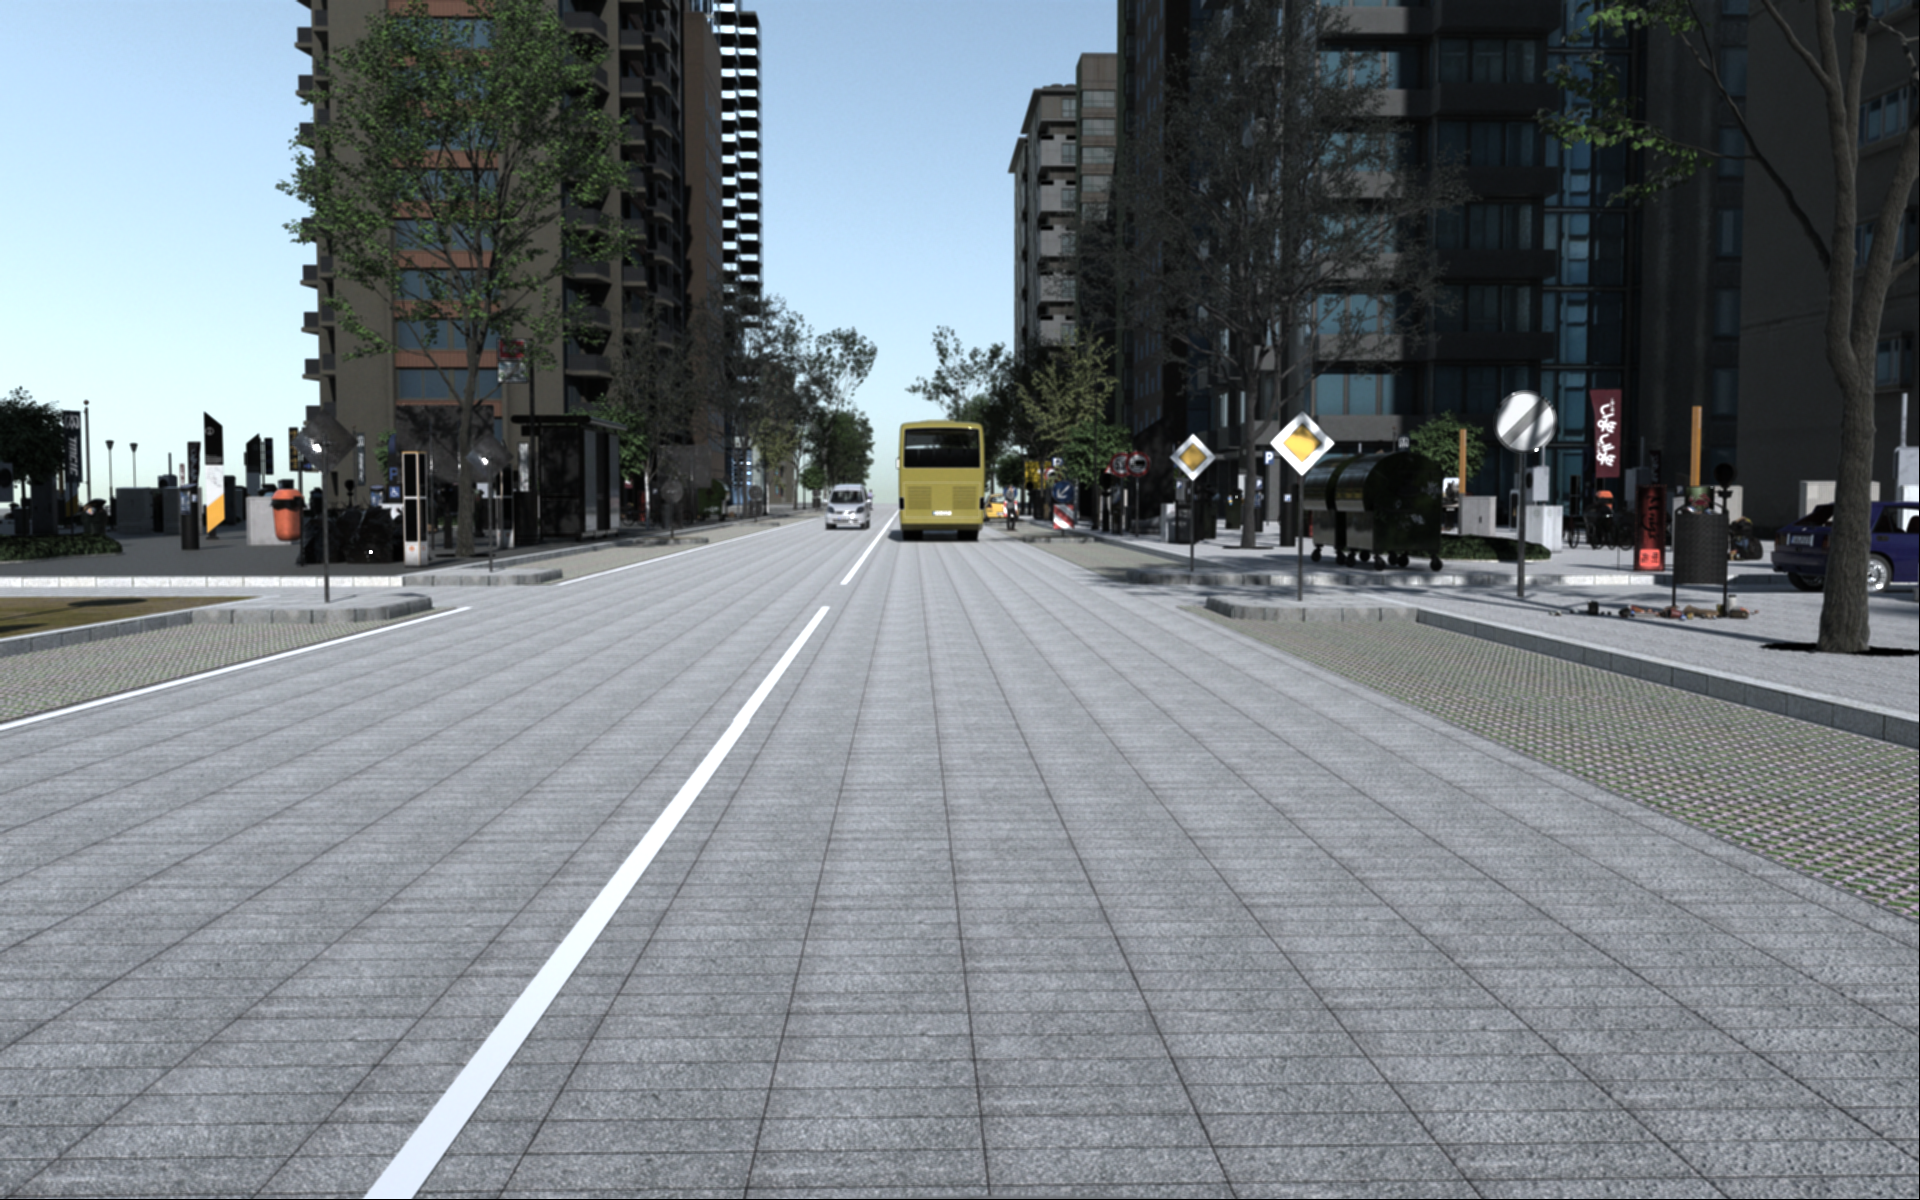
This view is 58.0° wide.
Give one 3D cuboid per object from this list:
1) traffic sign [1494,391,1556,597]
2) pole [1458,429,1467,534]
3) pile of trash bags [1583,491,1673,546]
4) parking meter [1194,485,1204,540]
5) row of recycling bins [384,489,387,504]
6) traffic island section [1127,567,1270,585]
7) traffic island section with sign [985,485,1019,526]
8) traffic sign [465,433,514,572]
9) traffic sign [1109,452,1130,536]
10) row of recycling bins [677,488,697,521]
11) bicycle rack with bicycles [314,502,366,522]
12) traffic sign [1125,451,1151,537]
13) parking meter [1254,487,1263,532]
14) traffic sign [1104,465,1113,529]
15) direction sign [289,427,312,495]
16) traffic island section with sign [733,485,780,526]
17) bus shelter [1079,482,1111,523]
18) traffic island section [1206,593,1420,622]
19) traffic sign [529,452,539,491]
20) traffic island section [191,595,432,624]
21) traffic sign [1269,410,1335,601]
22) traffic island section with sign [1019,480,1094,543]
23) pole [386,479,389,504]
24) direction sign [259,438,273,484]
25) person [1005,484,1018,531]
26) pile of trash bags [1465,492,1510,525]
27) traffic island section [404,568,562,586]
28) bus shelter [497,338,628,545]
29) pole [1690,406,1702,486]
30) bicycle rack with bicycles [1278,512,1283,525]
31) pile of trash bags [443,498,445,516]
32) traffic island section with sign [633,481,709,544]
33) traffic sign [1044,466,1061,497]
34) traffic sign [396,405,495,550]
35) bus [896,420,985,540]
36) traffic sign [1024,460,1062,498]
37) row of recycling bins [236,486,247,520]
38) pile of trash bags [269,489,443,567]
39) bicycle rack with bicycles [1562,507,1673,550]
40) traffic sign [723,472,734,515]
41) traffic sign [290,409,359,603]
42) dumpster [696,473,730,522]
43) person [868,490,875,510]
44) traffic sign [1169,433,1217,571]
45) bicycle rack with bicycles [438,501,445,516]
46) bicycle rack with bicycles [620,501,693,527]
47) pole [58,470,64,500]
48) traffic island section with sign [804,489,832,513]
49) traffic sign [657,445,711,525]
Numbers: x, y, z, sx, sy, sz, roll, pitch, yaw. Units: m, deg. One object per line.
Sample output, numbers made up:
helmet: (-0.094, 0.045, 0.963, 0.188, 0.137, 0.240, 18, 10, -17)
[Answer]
traffic sign: (6.979, -1.308, 21.484, 0.768, 2.556, 0.104, 0, 4, 1)
pole: (15.770, -3.702, 54.370, 0.158, 3.312, 0.155, 0, 3, 0)
pile of trash bags: (16.864, -2.106, 44.190, 1.912, 1.369, 3.447, 0, 4, 1)
parking meter: (6.597, -2.431, 48.154, 0.372, 1.533, 0.369, 0, 3, 0)
row of recycling bins: (-31.776, -5.607, 98.784, 1.069, 1.692, 3.534, 0, 4, 5)
traffic island section: (3.868, -0.396, 28.752, 2.009, 0.180, 2.903, 0, 4, -2)
traffic island section with sign: (2.131, -4.278, 78.578, 1.989, 1.847, 2.006, 0, 4, -2)
traffic sign: (-7.695, -1.512, 28.369, 0.795, 2.450, 0.064, 0, 4, -2)
traffic sign: (4.912, -3.210, 52.589, 0.768, 2.556, 0.104, 0, 4, 7)
row of recycling bins: (-13.370, -4.734, 84.514, 1.069, 1.692, 3.534, 0, 4, 3)
bicycle rack with bicycles: (-27.448, -3.918, 77.443, 2.925, 0.926, 2.852, -3, 5, -43)
traffic sign: (5.240, -3.123, 51.173, 0.768, 2.556, 0.104, 0, 4, -1)
parking meter: (9.962, -3.033, 57.995, 0.372, 1.533, 0.369, 0, 3, 0)
traffic sign: (5.575, -3.876, 63.376, 0.884, 2.594, 0.081, 0, 4, 1)
direction sign: (-22.363, -4.085, 58.783, 0.876, 3.537, 0.379, 1, 4, 17)
traffic island section with sign: (-9.129, -4.226, 77.719, 1.989, 1.847, 2.006, 0, 4, -2)
bus shelter: (6.319, -5.446, 80.330, 1.731, 3.624, 6.357, 0, 4, -2)
traffic island section: (4.095, 0.092, 20.770, 2.009, 0.180, 2.903, 0, 4, -2)
traffic sign: (-12.901, -3.221, 52.761, 0.768, 2.556, 0.104, 0, 4, 1)
traffic island section: (-7.492, 0.112, 20.448, 2.009, 0.180, 2.903, 0, 4, -2)
traffic sign: (4.071, -1.043, 20.692, 0.795, 2.450, 0.064, 0, 4, -2)
traffic island section with sign: (2.896, -2.617, 51.422, 1.989, 1.847, 2.006, 0, 4, -2)
pole: (-30.005, -5.935, 90.883, 0.158, 3.312, 0.155, 0, 3, 0)
direction sign: (-28.136, -4.769, 69.975, 0.876, 3.537, 0.379, 1, 4, 11)
person: (1.990, -3.561, 66.898, 0.473, 1.802, 0.592, 3, 5, 40)
pile of trash bags: (21.336, -3.750, 71.070, 1.912, 1.369, 3.447, 2, 4, 34)
traffic island section: (-7.719, -0.376, 28.430, 2.009, 0.180, 2.903, 0, 4, -2)
bus shelter: (-10.898, -4.267, 47.396, 2.179, 5.291, 8.768, 0, 4, -2)
pole: (17.079, -2.837, 40.236, 0.158, 3.312, 0.155, 0, 3, 0)
bicycle rack with bicycles: (13.028, -3.102, 64.101, 2.925, 0.926, 2.852, 3, 5, 40)
pile of trash bags: (-28.953, -5.243, 95.471, 1.912, 1.369, 3.447, -1, 4, -11)
traffic island section with sign: (-8.334, -2.540, 50.149, 1.989, 1.847, 2.006, 0, 4, -2)
traffic sign: (4.251, -4.860, 79.573, 0.768, 2.556, 0.104, 0, 4, 4)
traffic sign: (-11.768, -2.798, 39.621, 2.265, 3.308, 0.079, 0, 4, 2)
bus: (-0.694, -3.994, 56.857, 2.896, 3.916, 12.252, 0, 4, -2)
traffic sign: (5.002, -6.753, 104.283, 2.265, 3.308, 0.079, 0, 4, 1)
row of recycling bins: (-36.103, -4.817, 85.874, 1.069, 1.692, 3.534, 0, 4, -4)
pile of trash bags: (-11.474, -1.366, 32.086, 1.912, 1.369, 3.447, 1, 4, 17)
bicycle rack with bicycles: (15.368, -1.658, 40.497, 2.852, 0.926, 2.925, 0, 4, 4)
traffic sign: (-13.720, -6.233, 101.917, 0.884, 2.594, 0.081, 0, 4, 6)
traffic sign: (-7.469, -1.024, 20.387, 0.795, 2.450, 0.064, 0, 4, -2)
dumpster: (-11.656, -4.828, 81.435, 1.502, 2.255, 1.985, 0, 4, -1)
person: (-7.987, -9.045, 156.259, 0.599, 1.838, 0.709, -3, 5, -42)
traffic sign: (3.845, -1.531, 28.674, 0.795, 2.450, 0.064, 0, 4, -2)
bicycle rack with bicycles: (-27.426, -4.637, 89.189, 2.852, 0.926, 2.925, 2, 4, 33)
bicycle rack with bicycles: (-12.501, -3.415, 69.209, 2.925, 0.926, 2.852, 2, 4, 33)
pole: (-42.519, -5.388, 81.935, 0.158, 3.312, 0.155, 0, 3, 0)
traffic island section with sign: (-10.564, -7.329, 128.450, 1.989, 1.847, 2.006, 0, 4, -2)
traffic sign: (-11.430, -4.765, 71.781, 2.265, 3.308, 0.079, 0, 4, 3)
